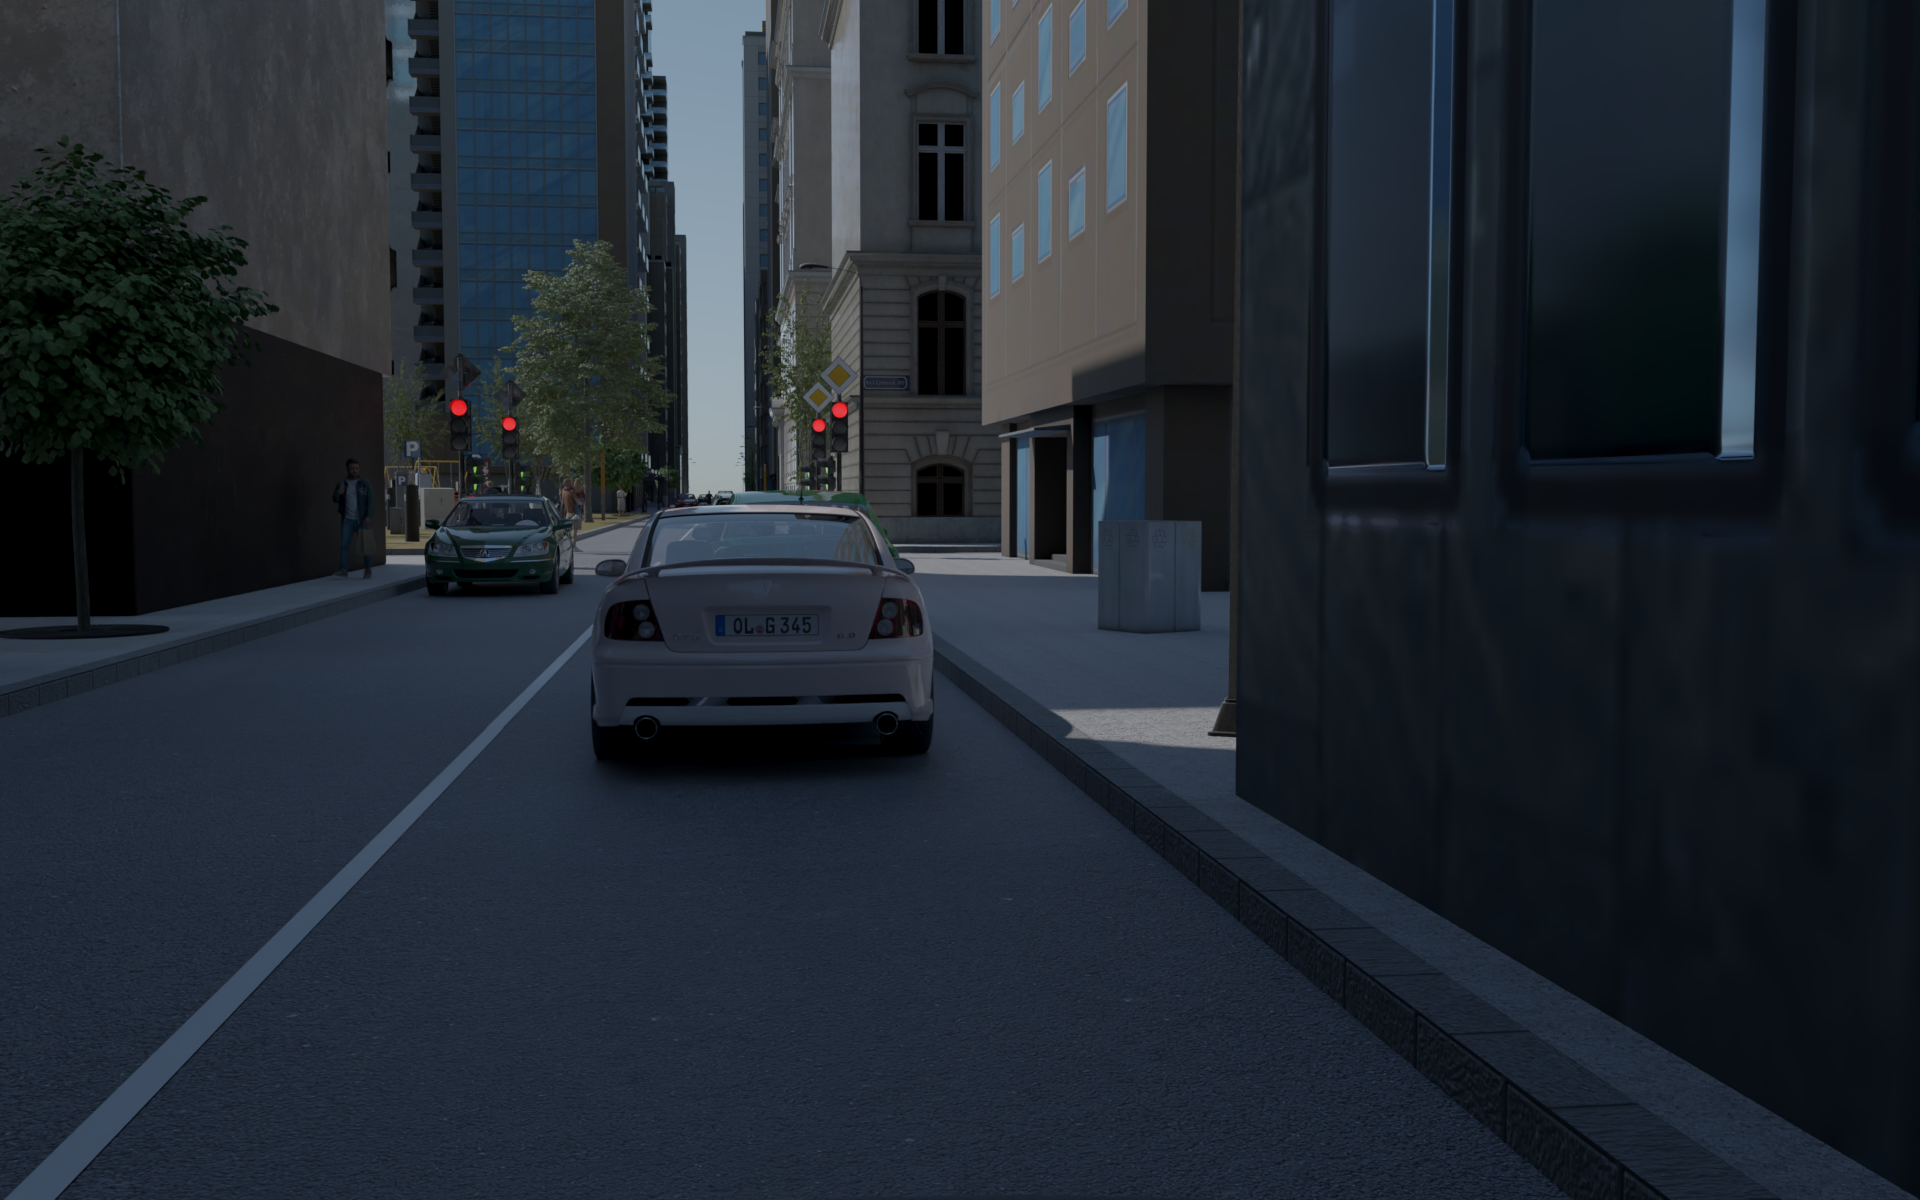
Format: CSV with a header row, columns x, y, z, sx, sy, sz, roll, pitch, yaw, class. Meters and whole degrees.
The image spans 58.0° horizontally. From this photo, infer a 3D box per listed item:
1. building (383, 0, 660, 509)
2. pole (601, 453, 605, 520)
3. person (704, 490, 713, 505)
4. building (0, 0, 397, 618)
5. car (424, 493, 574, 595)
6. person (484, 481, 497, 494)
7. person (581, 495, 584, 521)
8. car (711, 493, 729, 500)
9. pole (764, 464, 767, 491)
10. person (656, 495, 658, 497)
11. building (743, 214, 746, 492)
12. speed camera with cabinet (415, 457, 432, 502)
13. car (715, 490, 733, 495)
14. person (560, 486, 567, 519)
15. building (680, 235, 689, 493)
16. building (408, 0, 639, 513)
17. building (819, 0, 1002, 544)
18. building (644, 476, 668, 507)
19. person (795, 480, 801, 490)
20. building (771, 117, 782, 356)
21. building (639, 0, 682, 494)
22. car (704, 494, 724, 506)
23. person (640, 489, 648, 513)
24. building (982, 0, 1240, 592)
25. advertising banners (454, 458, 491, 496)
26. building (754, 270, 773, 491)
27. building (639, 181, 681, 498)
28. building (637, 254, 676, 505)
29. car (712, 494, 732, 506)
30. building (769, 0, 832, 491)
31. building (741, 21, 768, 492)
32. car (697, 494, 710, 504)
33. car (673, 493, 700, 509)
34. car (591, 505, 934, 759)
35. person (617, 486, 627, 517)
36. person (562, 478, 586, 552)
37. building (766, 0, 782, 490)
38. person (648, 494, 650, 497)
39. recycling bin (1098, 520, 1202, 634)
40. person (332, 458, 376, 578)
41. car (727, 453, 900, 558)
x,y,z,sx,sy,sz,roll,pitch,yaw,class
-37.657,-32.099,144.420,23.786,49.044,30.456,0,4,-8,building
-17.332,-5.519,84.081,0.158,3.312,0.155,0,3,0,pole
-22.411,-8.908,154.693,0.990,1.755,0.434,0,4,5,person
-18.038,-9.620,24.739,16.811,18.784,16.820,0,4,-8,building
-6.890,-0.881,26.202,2.131,1.459,4.920,-1,4,-8,car
-17.375,-3.536,64.282,0.534,1.772,0.576,3,4,36,person
-17.947,-4.357,81.953,0.373,1.253,0.362,0,4,-7,person
-18.320,-7.698,134.900,2.155,1.783,4.494,0,4,-7,car
-13.152,-7.533,117.012,0.158,3.312,0.155,0,3,0,pole
-32.351,-11.126,187.970,1.348,1.821,0.705,-1,4,-13,person
-23.576,-34.360,245.379,14.154,41.232,14.086,0,4,-8,building
-23.375,-5.001,76.106,0.660,3.252,2.038,-2,4,-31,speed camera with cabinet
-24.038,-10.338,177.703,2.281,1.827,5.304,0,4,-6,car
-16.018,-3.946,70.516,0.622,1.834,0.822,1,4,20,person
-48.812,-35.531,264.532,14.154,41.232,14.086,0,4,-8,building
-30.190,-28.876,122.234,14.600,45.320,14.200,0,4,-8,building
13.467,-14.186,51.017,34.723,24.649,14.460,0,4,-8,building
-45.480,-29.318,171.223,32.217,40.220,23.993,0,4,-8,building
-5.966,-3.514,63.338,0.795,1.843,0.661,0,4,2,person
-4.328,-19.558,107.157,14.401,28.519,23.554,0,4,-8,building
-50.001,-56.701,239.740,22.319,86.520,31.000,0,4,-8,building
-9.641,-3.811,72.098,2.009,1.686,4.222,-1,4,-9,car
-21.972,-6.901,120.351,0.593,1.643,0.415,0,3,0,person
8.244,-23.158,28.748,14.600,45.320,14.200,0,4,-8,building
-23.776,-5.385,84.237,2.074,3.025,0.090,0,4,6,advertising banners
-3.579,-18.640,149.805,27.650,21.520,28.899,0,4,-8,building
-43.179,-32.764,219.292,14.154,41.232,14.086,0,4,-8,building
-41.130,-26.527,205.418,14.160,30.474,14.107,0,4,-8,building
-5.619,-2.097,44.075,2.009,1.686,4.222,-1,4,-8,car
-2.376,-18.319,85.423,13.634,28.700,20.117,0,4,-8,building
-17.417,-41.736,224.379,21.231,58.520,28.212,0,4,-8,building
-36.894,-14.653,249.360,2.009,1.686,4.222,0,4,-8,car
-21.753,-7.867,137.660,2.155,1.783,4.494,-1,4,-10,car
-1.259,0.094,10.831,2.083,1.381,4.827,0,4,-8,car
-18.815,-5.493,96.417,0.480,1.755,0.524,0,4,4,person
-9.600,-2.117,43.081,0.580,1.828,0.573,-1,4,-11,person
-7.026,-29.162,126.913,14.600,45.320,14.200,0,4,-8,building
-34.012,-11.087,186.939,0.705,1.869,1.348,3,5,45,person
1.784,-0.231,16.328,0.722,1.027,0.722,-2,4,-34,recycling bin
-9.089,-1.229,26.116,0.794,1.824,0.713,1,4,14,person
-1.602,-0.488,16.770,1.959,1.807,4.718,-1,4,-9,car
